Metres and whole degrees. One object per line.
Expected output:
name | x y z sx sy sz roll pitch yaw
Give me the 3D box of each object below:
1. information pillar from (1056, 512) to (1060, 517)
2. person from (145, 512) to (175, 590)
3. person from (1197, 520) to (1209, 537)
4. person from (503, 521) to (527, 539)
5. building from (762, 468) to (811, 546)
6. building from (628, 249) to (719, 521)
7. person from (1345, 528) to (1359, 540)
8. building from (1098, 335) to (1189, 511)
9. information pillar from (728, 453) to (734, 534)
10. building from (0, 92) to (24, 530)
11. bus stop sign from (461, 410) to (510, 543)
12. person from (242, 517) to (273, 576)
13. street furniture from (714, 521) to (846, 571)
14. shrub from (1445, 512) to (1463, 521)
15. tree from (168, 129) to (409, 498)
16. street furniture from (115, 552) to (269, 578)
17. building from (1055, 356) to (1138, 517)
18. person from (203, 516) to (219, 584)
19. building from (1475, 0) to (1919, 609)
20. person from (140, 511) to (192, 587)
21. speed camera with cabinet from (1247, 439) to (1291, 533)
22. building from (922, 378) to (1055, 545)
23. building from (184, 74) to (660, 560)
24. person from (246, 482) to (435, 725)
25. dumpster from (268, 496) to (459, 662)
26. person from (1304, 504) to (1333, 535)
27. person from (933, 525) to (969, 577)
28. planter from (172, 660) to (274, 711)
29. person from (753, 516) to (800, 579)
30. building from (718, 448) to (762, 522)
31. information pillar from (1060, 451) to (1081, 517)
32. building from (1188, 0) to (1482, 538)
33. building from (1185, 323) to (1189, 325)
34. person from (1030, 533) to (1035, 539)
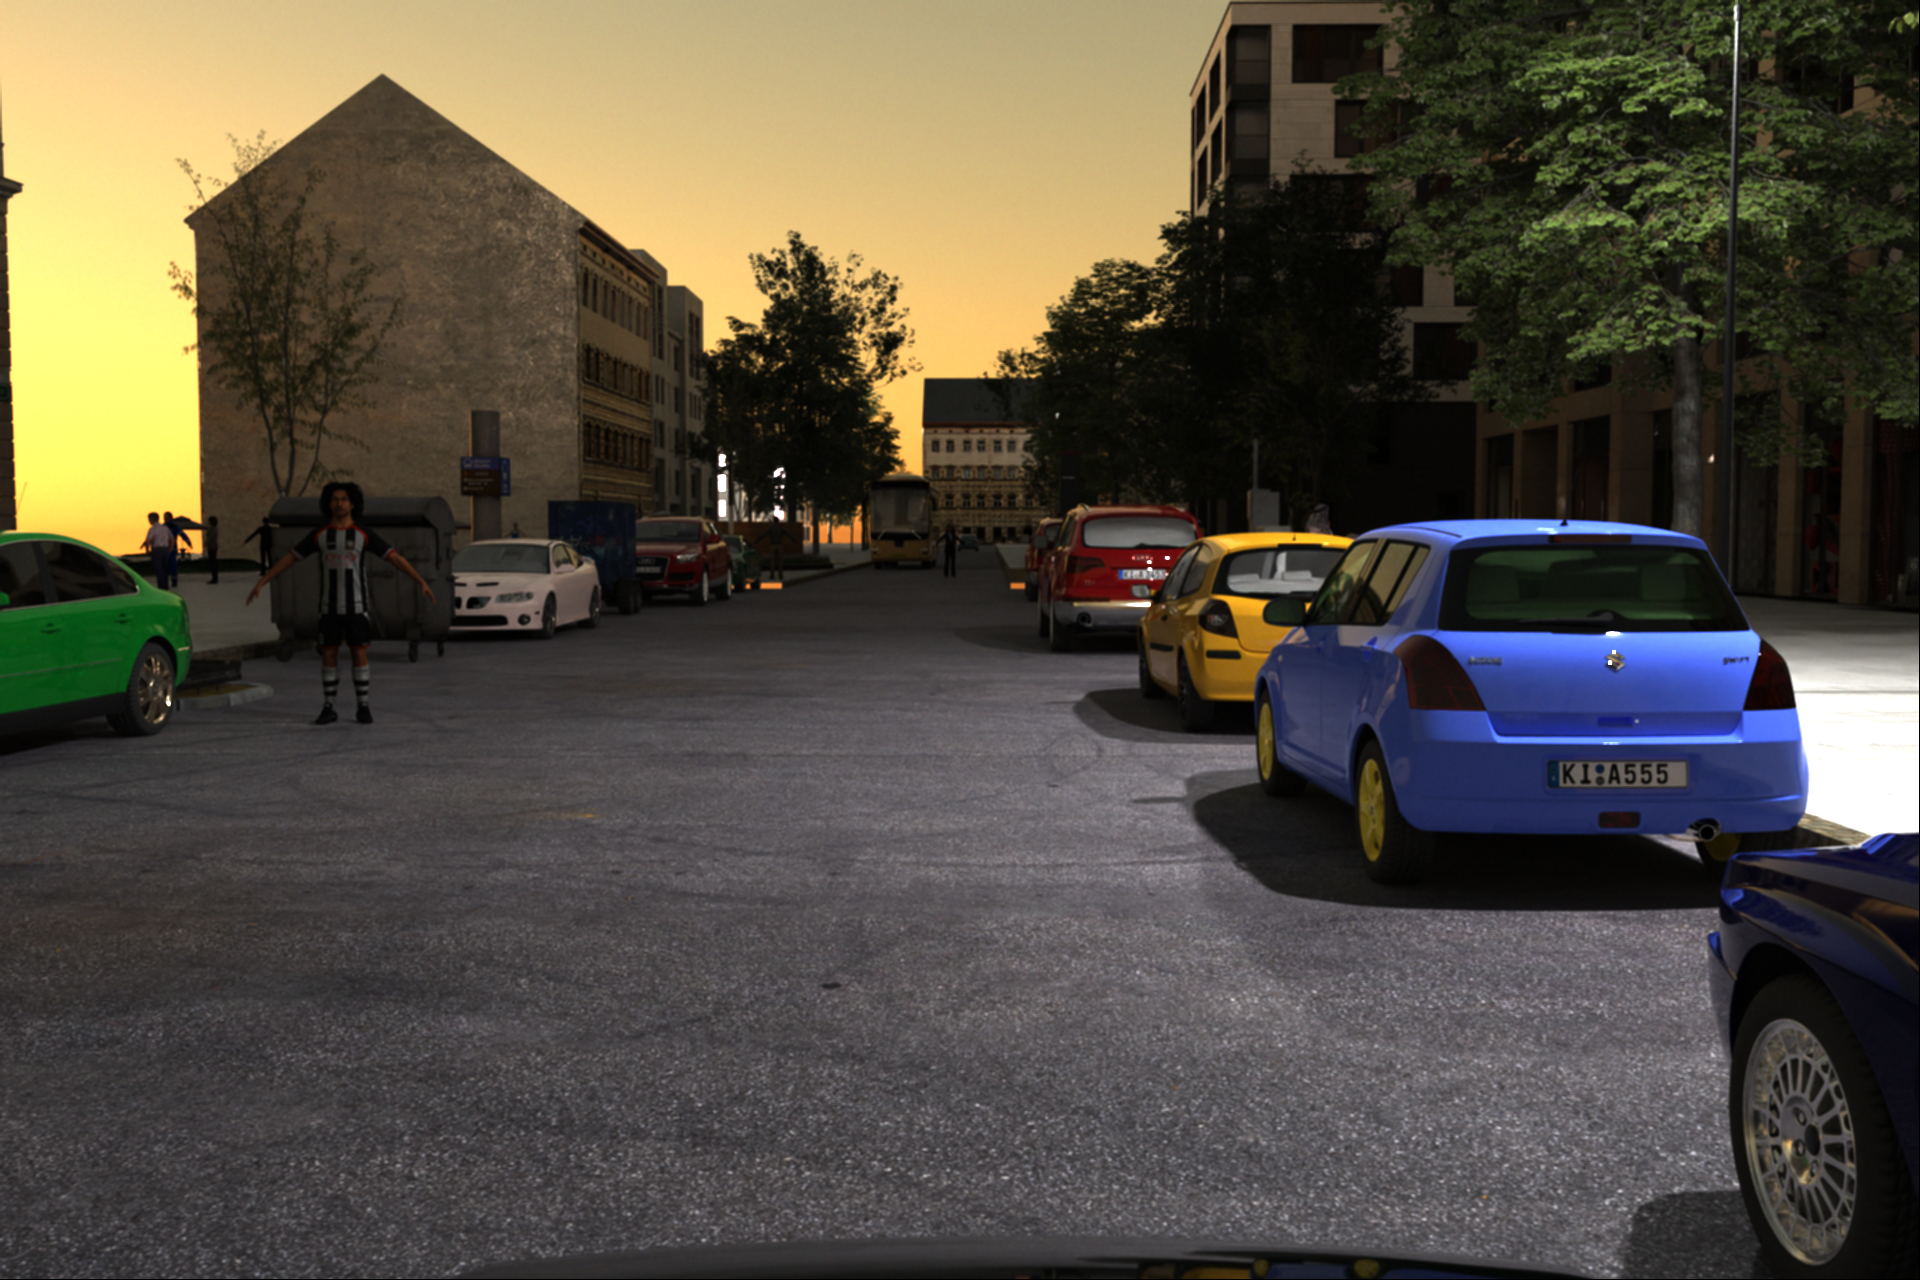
information pillar | 3.313 -3.226 57.239 0.304 2.012 0.304 0 4 2
person | -15.820 -1.659 34.109 0.436 1.711 0.756 2 4 25
person | 9.184 -3.717 66.748 1.349 1.833 0.705 -2 4 -34
person | -19.819 -4.364 77.204 1.347 1.847 0.705 1 4 12
building | -21.482 -15.637 197.815 9.099 9.664 28.070 0 3 0
building | -27.910 -15.728 123.617 16.747 18.905 31.486 0 4 0
person | 10.025 -2.128 44.032 0.628 1.438 0.799 -3 4 -39
building | 24.463 -21.431 181.322 19.493 23.208 18.063 0 4 1
information pillar | -6.626 -3.597 50.158 0.183 3.616 0.504 0 4 1
building | -32.634 -15.415 37.941 13.634 28.700 20.117 0 4 2
bus stop sign | -10.171 -2.946 37.180 0.837 3.901 0.837 0 3 0
person | -21.217 -2.861 52.968 1.347 1.806 0.705 -2 4 -32
street furniture | -9.039 -3.336 61.392 11.010 1.723 9.812 2 4 32
shrub | 17.441 -3.500 61.265 1.661 2.075 1.752 0 3 0
tree | -12.682 -5.014 32.346 4.360 8.622 3.978 0 3 0
street furniture | -26.135 -2.443 55.570 5.734 0.657 10.072 0 4 2
building | 25.627 -22.708 215.243 27.936 21.610 32.646 0 4 1
person | -19.390 -2.324 44.759 0.721 1.744 1.215 -1 4 -14
building | 24.822 -14.126 34.165 19.351 26.588 34.151 0 4 1
person | -19.240 -2.208 42.074 1.345 1.831 0.704 0 4 7
speed camera with cabinet | 6.302 -2.503 35.258 0.660 3.252 2.038 0 4 1
building | 4.058 -25.015 242.383 18.063 23.208 19.493 0 4 1
building | -27.370 -15.987 92.309 19.493 23.208 18.063 0 4 1
person | -4.673 -0.276 13.117 1.345 1.843 0.704 -1 4 -13
dumpster | -6.805 -0.708 19.786 1.865 1.857 1.264 0 4 1
person | 5.489 -1.208 26.459 0.621 1.740 0.551 -1 4 -17
person | -0.308 -2.932 57.112 1.216 1.740 0.721 -1 4 -16
planter | -7.069 0.385 14.847 1.991 0.319 1.994 0 4 1
person | -5.221 -2.626 49.206 1.348 1.796 0.705 -1 4 -11
building | -23.420 -13.727 166.591 9.099 9.664 28.070 0 4 1
information pillar | 3.463 -3.986 54.542 0.750 3.857 0.750 0 4 1
building | 24.664 -14.610 82.856 27.936 21.610 32.646 0 4 1
building | 25.802 -17.418 115.720 19.493 23.208 18.063 0 4 1
person | 3.219 -3.708 66.808 1.347 1.806 0.705 0 4 -4
